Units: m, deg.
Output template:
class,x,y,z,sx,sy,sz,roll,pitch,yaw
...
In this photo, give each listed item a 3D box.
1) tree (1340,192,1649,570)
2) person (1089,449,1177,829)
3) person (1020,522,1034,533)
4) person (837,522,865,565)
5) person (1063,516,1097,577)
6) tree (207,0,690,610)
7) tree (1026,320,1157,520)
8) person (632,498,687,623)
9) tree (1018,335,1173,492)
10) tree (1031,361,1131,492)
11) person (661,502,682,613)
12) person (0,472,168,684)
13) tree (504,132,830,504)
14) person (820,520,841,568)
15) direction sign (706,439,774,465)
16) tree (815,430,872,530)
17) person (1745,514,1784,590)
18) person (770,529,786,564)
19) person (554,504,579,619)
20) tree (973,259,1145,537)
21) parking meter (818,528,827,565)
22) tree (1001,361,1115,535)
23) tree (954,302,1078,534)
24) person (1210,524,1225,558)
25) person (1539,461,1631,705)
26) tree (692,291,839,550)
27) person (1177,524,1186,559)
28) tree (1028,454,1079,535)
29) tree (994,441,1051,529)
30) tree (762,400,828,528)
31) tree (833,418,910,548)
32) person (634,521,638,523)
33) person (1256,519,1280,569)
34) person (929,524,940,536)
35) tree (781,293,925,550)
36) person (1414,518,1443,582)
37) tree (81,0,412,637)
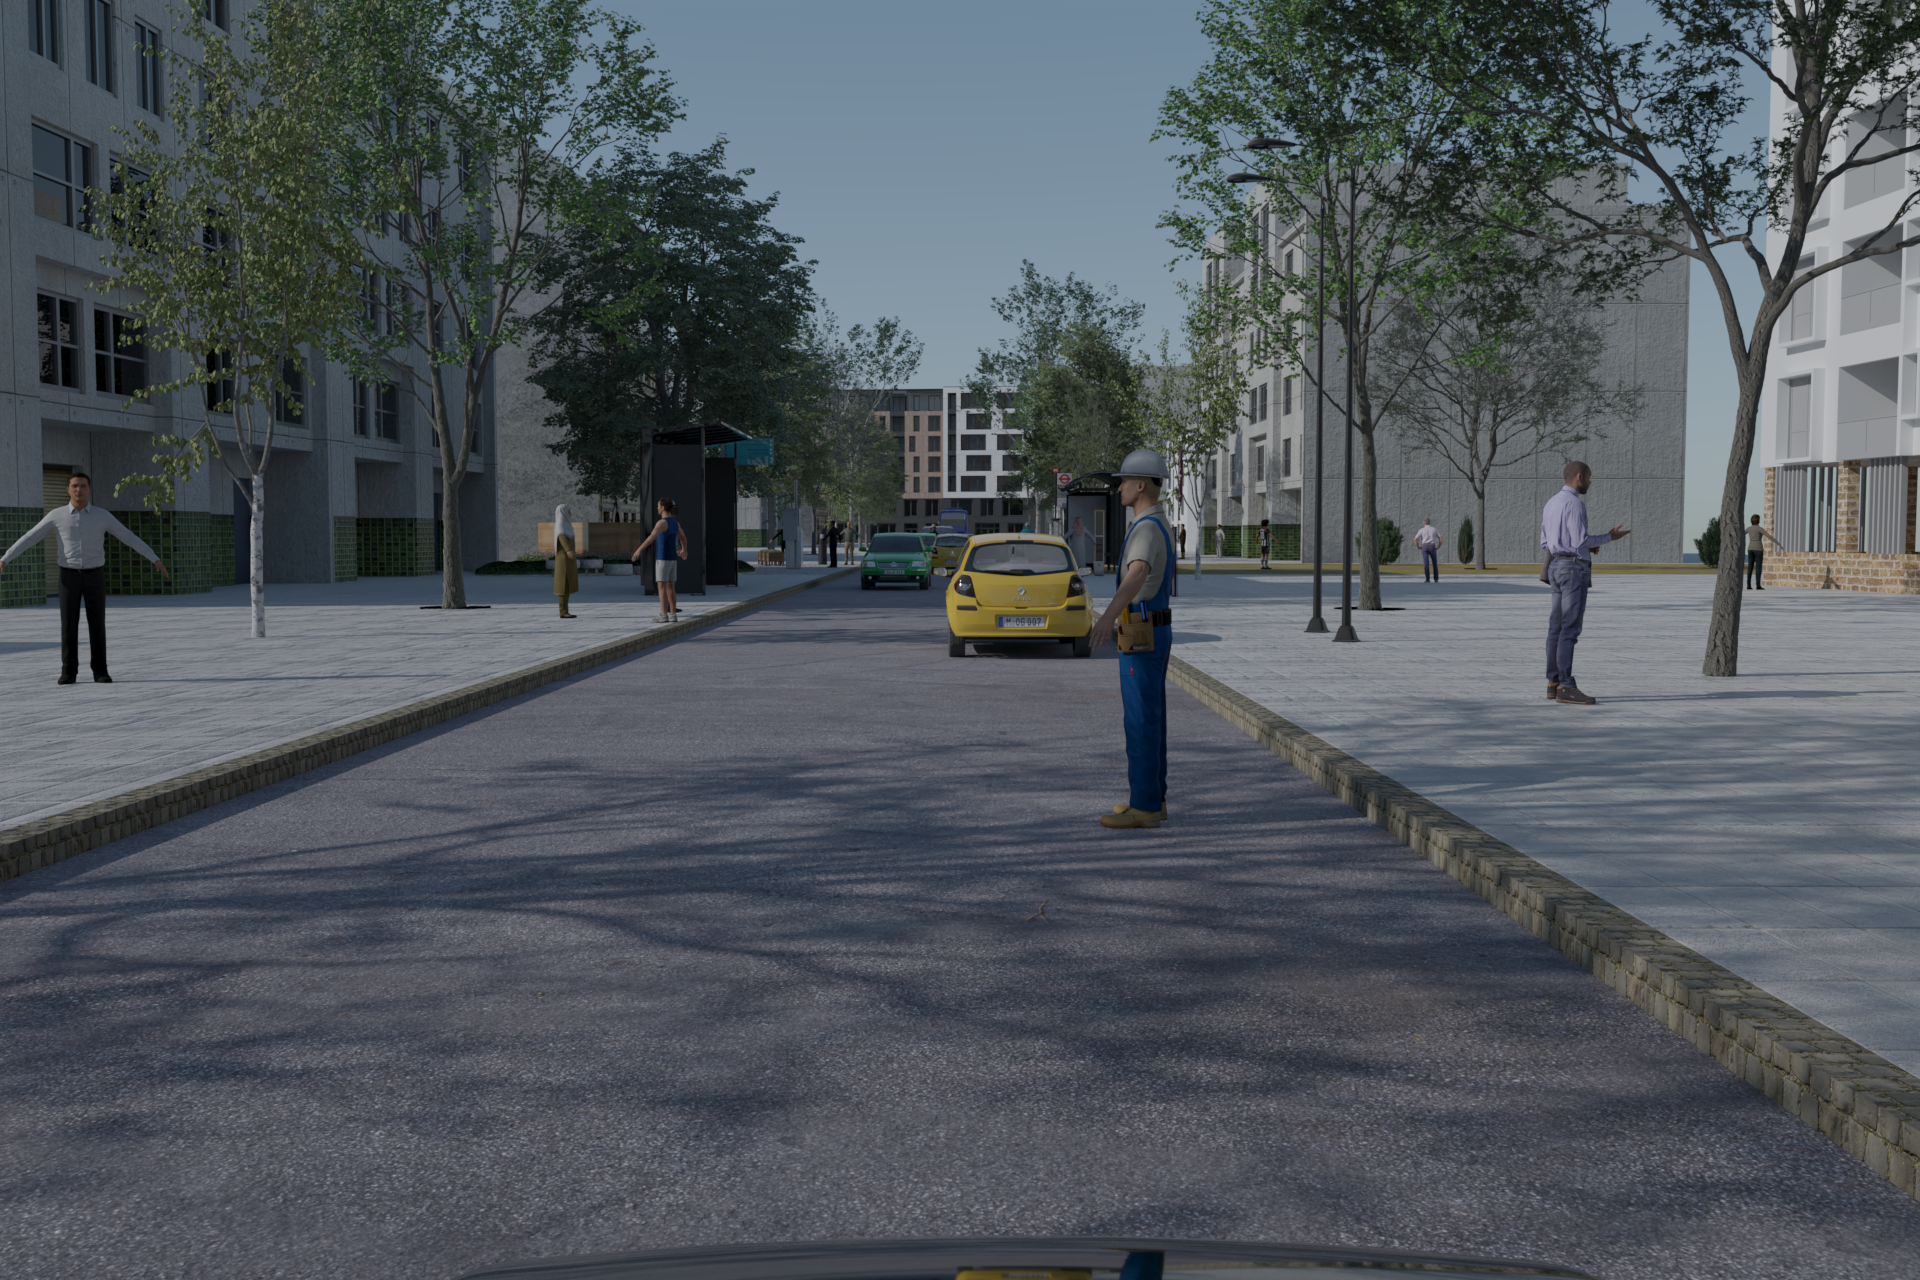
class,x,y,z,sx,sy,sz,roll,pitch,yaw
tree,18.755,-9.285,62.173,12.009,13.543,11.850,0,3,0
person,0.881,-0.015,8.558,0.705,1.847,1.347,1,4,16
person,3.094,-4.470,79.204,1.347,1.817,0.704,1,4,19
person,-4.605,-4.017,71.948,1.348,1.796,0.705,0,4,-1
person,3.485,-2.770,51.440,1.347,1.811,0.704,-1,4,-20
tree,-8.614,-6.348,29.545,9.928,11.665,9.643,0,3,0
tree,6.958,-10.673,92.631,7.486,12.596,7.792,0,3,0
person,-4.289,-1.160,25.139,0.704,1.807,1.345,2,4,23
tree,6.334,-9.040,82.209,8.767,10.594,7.601,2,4,32
tree,5.604,-7.506,73.091,4.360,8.622,3.978,0,3,0
person,-4.730,-1.375,28.328,0.704,1.849,1.345,0,4,-1
person,-7.547,-0.534,14.886,1.344,1.810,0.704,-2,4,-27
tree,-8.990,-9.036,54.392,9.857,13.997,8.962,0,3,0
person,-4.869,-3.663,66.116,0.704,1.802,1.346,2,4,30
direction sign,-5.901,-3.361,43.709,2.525,3.948,1.411,0,3,0
tree,-8.234,-10.192,116.995,4.737,8.622,4.395,0,3,0
person,18.345,-2.024,39.847,0.721,1.744,1.215,-2,4,-33
person,-7.494,-4.141,73.897,1.347,1.806,0.705,-3,4,-37
person,-5.941,-1.201,26.417,0.721,1.736,1.217,-1,4,-12
tree,6.637,-16.067,118.582,12.611,20.169,13.585,0,3,0
parking meter,-5.745,-3.914,72.405,0.372,1.533,0.369,0,3,0
tree,6.320,-10.910,104.130,9.928,11.665,9.643,0,3,0
tree,5.890,-17.571,143.169,12.611,20.169,13.585,0,3,0
person,13.699,-5.231,91.721,0.705,1.806,1.347,-2,4,-24
person,4.791,-0.451,13.279,0.599,1.838,0.709,0,4,-4
tree,-9.254,-9.962,81.011,7.486,12.596,7.792,0,3,0
person,11.313,-5.020,88.212,0.704,1.812,1.346,1,4,22
tree,6.607,-11.031,130.716,4.360,8.622,3.978,0,3,0
tree,6.634,-13.687,158.197,7.601,10.594,8.767,-3,4,-38
tree,-8.679,-8.547,90.108,4.737,8.622,4.395,0,3,0
tree,-8.335,-14.870,161.252,7.486,12.596,7.792,0,3,0
person,-14.764,-4.477,78.961,1.354,1.858,0.705,-3,5,-44
person,11.136,-3.481,63.053,0.704,1.843,1.345,-2,4,-27
person,-1.130,-4.044,74.361,1.354,1.856,0.705,-1,4,-14
tree,-10.041,-17.230,137.606,12.611,20.169,13.585,0,3,0
person,12.435,-2.387,46.008,0.756,1.711,0.436,1,4,12
tree,-8.839,-4.353,21.539,4.737,8.622,4.395,0,3,0
